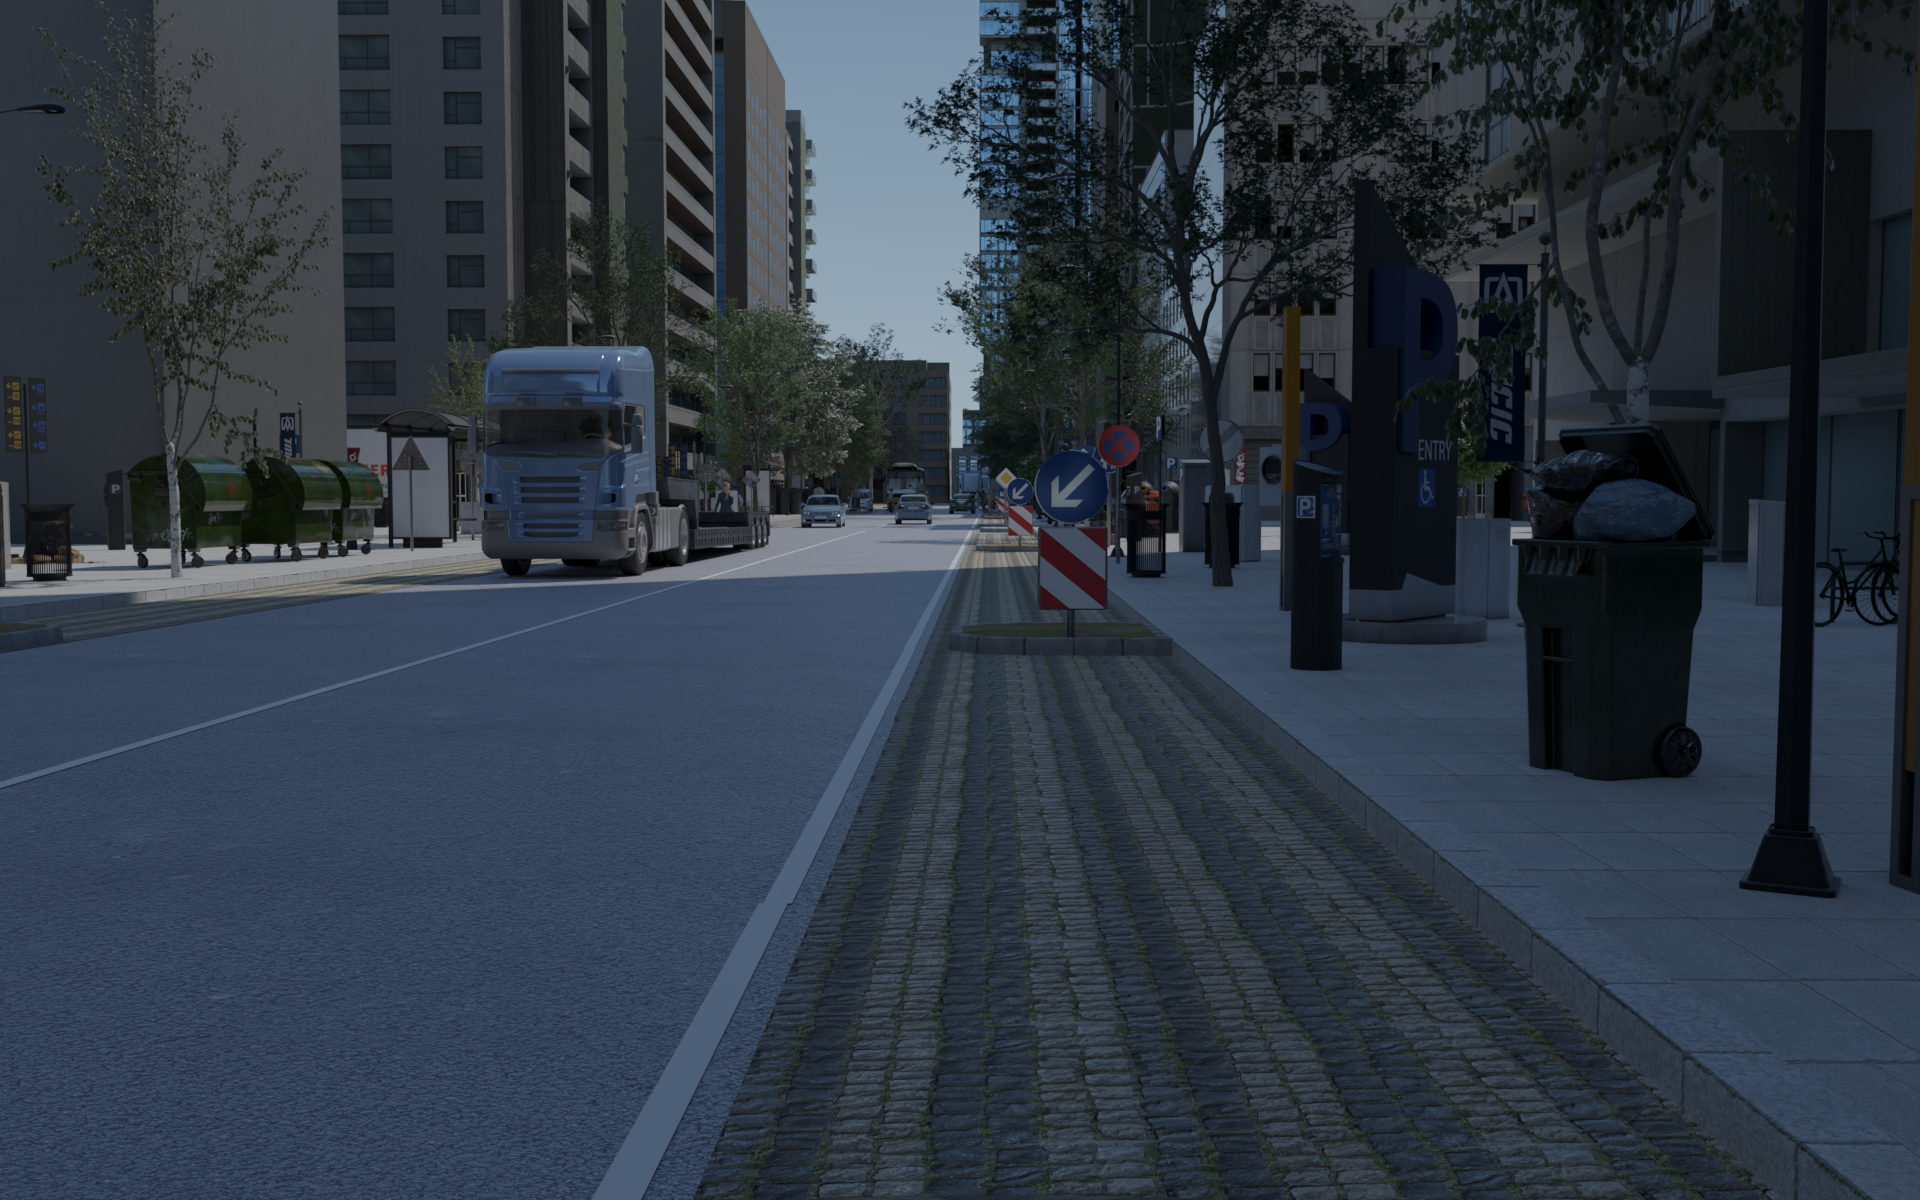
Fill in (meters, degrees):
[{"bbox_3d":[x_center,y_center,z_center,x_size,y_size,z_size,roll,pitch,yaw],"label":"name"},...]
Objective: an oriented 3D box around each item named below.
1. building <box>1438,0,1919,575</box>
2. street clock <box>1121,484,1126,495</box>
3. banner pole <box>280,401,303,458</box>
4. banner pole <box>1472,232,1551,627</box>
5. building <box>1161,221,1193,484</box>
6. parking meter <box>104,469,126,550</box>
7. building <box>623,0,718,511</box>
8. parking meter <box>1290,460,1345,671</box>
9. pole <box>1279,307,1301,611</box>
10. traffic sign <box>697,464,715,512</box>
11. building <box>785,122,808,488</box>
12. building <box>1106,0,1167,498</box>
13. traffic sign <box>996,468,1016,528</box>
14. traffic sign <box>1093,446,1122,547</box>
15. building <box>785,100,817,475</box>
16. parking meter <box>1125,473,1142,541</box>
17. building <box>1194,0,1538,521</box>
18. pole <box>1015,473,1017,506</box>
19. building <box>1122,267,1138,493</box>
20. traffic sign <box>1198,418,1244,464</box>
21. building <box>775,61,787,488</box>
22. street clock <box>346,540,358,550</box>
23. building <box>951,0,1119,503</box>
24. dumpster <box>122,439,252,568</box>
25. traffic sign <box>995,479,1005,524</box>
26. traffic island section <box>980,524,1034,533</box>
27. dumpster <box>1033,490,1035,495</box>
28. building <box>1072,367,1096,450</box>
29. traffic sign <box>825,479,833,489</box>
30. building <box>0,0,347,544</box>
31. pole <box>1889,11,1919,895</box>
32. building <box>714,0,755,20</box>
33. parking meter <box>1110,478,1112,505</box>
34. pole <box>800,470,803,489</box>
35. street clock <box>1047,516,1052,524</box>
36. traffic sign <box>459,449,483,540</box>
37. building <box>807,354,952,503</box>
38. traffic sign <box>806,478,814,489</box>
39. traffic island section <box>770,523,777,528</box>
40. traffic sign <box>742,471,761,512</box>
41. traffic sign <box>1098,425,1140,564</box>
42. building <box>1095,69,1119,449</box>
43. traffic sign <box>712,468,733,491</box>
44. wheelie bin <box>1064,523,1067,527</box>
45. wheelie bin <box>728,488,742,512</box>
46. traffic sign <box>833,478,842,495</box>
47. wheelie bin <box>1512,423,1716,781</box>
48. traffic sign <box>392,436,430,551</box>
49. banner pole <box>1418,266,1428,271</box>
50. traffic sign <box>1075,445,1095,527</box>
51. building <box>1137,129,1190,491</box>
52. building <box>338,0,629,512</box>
[{"bbox_3d":[25.338,-26.950,29.872,28.713,52.752,27.495,0,4,1],"label":"building"},{"bbox_3d":[11.989,-7.495,127.108,0.358,2.002,0.471,-3,5,-44],"label":"street clock"},{"bbox_3d":[-18.014,-3.476,46.847,0.863,3.779,0.401,1,4,13],"label":"banner pole"},{"bbox_3d":[5.354,-1.628,16.629,0.863,3.779,0.401,0,4,0],"label":"banner pole"},{"bbox_3d":[18.094,-15.228,103.735,10.420,20.320,16.860,0,4,1],"label":"building"},{"bbox_3d":[-19.360,-2.077,39.665,0.399,1.863,0.255,-2,4,-34],"label":"parking meter"},{"bbox_3d":[-29.436,-30.441,121.407,21.300,48.544,21.600,0,4,1],"label":"building"},{"bbox_3d":[2.620,-0.262,12.699,0.372,1.533,0.369,0,3,0],"label":"parking meter"},{"bbox_3d":[3.617,-1.537,18.980,0.158,3.312,0.155,0,3,0],"label":"pole"},{"bbox_3d":[-10.745,-4.477,73.309,0.768,2.556,0.104,0,4,6],"label":"traffic sign"},{"bbox_3d":[-24.104,-30.669,185.026,14.154,41.232,14.086,0,4,1],"label":"building"},{"bbox_3d":[23.506,-44.188,160.718,20.563,71.187,20.611,0,4,1],"label":"building"},{"bbox_3d":[1.751,-3.798,65.740,0.795,2.450,0.064,0,4,1],"label":"traffic sign"},{"bbox_3d":[3.600,-2.555,41.878,0.768,2.556,0.104,1,4,11],"label":"traffic sign"},{"bbox_3d":[-32.660,-35.835,205.516,30.456,49.044,23.786,0,4,1],"label":"building"},{"bbox_3d":[4.708,-2.521,46.934,0.399,1.863,0.255,-2,4,-29],"label":"parking meter"},{"bbox_3d":[22.304,-16.431,86.675,19.932,24.808,12.078,0,4,1],"label":"building"},{"bbox_3d":[4.671,-9.221,144.609,0.158,3.312,0.155,0,3,0],"label":"pole"},{"bbox_3d":[19.951,-19.013,140.540,12.332,23.373,15.834,0,4,1],"label":"building"},{"bbox_3d":[4.390,-1.780,29.213,0.768,2.556,0.104,0,4,3],"label":"traffic sign"},{"bbox_3d":[-24.822,-31.834,170.598,14.600,45.320,14.200,0,4,1],"label":"building"},{"bbox_3d":[-13.971,-2.151,39.733,0.471,2.002,0.358,-3,5,-43],"label":"street clock"},{"bbox_3d":[14.482,-57.273,249.076,31.000,86.520,22.319,0,4,1],"label":"building"},{"bbox_3d":[-13.676,-1.724,30.679,1.502,2.255,1.985,0,4,1],"label":"dumpster"},{"bbox_3d":[1.892,-4.286,73.724,0.795,2.450,0.064,0,4,1],"label":"traffic sign"},{"bbox_3d":[1.775,-2.663,65.816,2.009,0.180,2.903,0,4,1],"label":"traffic island section"},{"bbox_3d":[6.086,-8.565,145.798,1.264,1.857,1.865,0,4,1],"label":"dumpster"},{"bbox_3d":[27.585,-21.827,201.905,27.650,21.520,28.899,0,4,1],"label":"building"},{"bbox_3d":[-11.308,-9.120,149.225,0.768,2.556,0.104,1,4,9],"label":"traffic sign"},{"bbox_3d":[-31.988,-15.725,50.614,24.014,27.812,14.314,0,4,1],"label":"building"},{"bbox_3d":[3.140,-0.714,5.525,0.158,3.312,0.155,0,3,0],"label":"pole"},{"bbox_3d":[-25.073,-30.946,156.070,14.600,45.320,14.200,0,4,1],"label":"building"},{"bbox_3d":[5.209,-3.425,61.710,0.399,1.863,0.255,0,4,5],"label":"parking meter"},{"bbox_3d":[-11.075,-7.774,120.954,0.158,3.312,0.155,0,3,0],"label":"pole"},{"bbox_3d":[3.814,-4.215,73.486,0.358,2.002,0.471,1,4,12],"label":"street clock"},{"bbox_3d":[-13.519,-2.929,47.995,0.768,2.556,0.104,1,4,10],"label":"traffic sign"},{"bbox_3d":[-15.989,-25.084,255.154,28.899,21.520,27.650,0,4,1],"label":"building"},{"bbox_3d":[-11.820,-8.312,136.006,0.768,2.556,0.104,0,4,1],"label":"traffic sign"},{"bbox_3d":[-8.924,-3.163,73.995,2.009,0.180,2.903,0,4,1],"label":"traffic island section"},{"bbox_3d":[-8.900,-4.299,73.933,0.795,2.450,0.064,0,4,1],"label":"traffic sign"},{"bbox_3d":[2.922,-1.946,31.928,0.768,2.556,0.104,0,4,5],"label":"traffic sign"},{"bbox_3d":[21.464,-32.383,179.572,14.600,45.320,14.200,0,4,1],"label":"building"},{"bbox_3d":[-9.041,-3.811,65.949,0.795,2.450,0.064,0,4,1],"label":"traffic sign"},{"bbox_3d":[4.162,-3.370,63.002,0.980,1.594,0.693,2,4,31],"label":"wheelie bin"},{"bbox_3d":[-11.678,-4.962,89.038,0.980,1.594,0.693,0,4,4],"label":"wheelie bin"},{"bbox_3d":[-9.832,-8.508,139.217,0.768,2.556,0.104,0,4,2],"label":"traffic sign"},{"bbox_3d":[2.992,-0.004,7.976,0.693,1.594,0.980,-1,4,-21],"label":"wheelie bin"},{"bbox_3d":[-12.256,-2.364,38.663,0.884,2.594,0.081,1,4,8],"label":"traffic sign"},{"bbox_3d":[4.941,-1.790,19.289,0.401,3.779,0.863,-2,4,-33],"label":"banner pole"},{"bbox_3d":[3.273,-2.751,45.092,0.768,2.556,0.104,0,4,6],"label":"traffic sign"},{"bbox_3d":[19.420,-18.623,122.500,12.078,24.808,19.932,0,4,1],"label":"building"},{"bbox_3d":[-25.296,-19.350,88.075,14.160,30.474,14.107,0,4,1],"label":"building"}]
